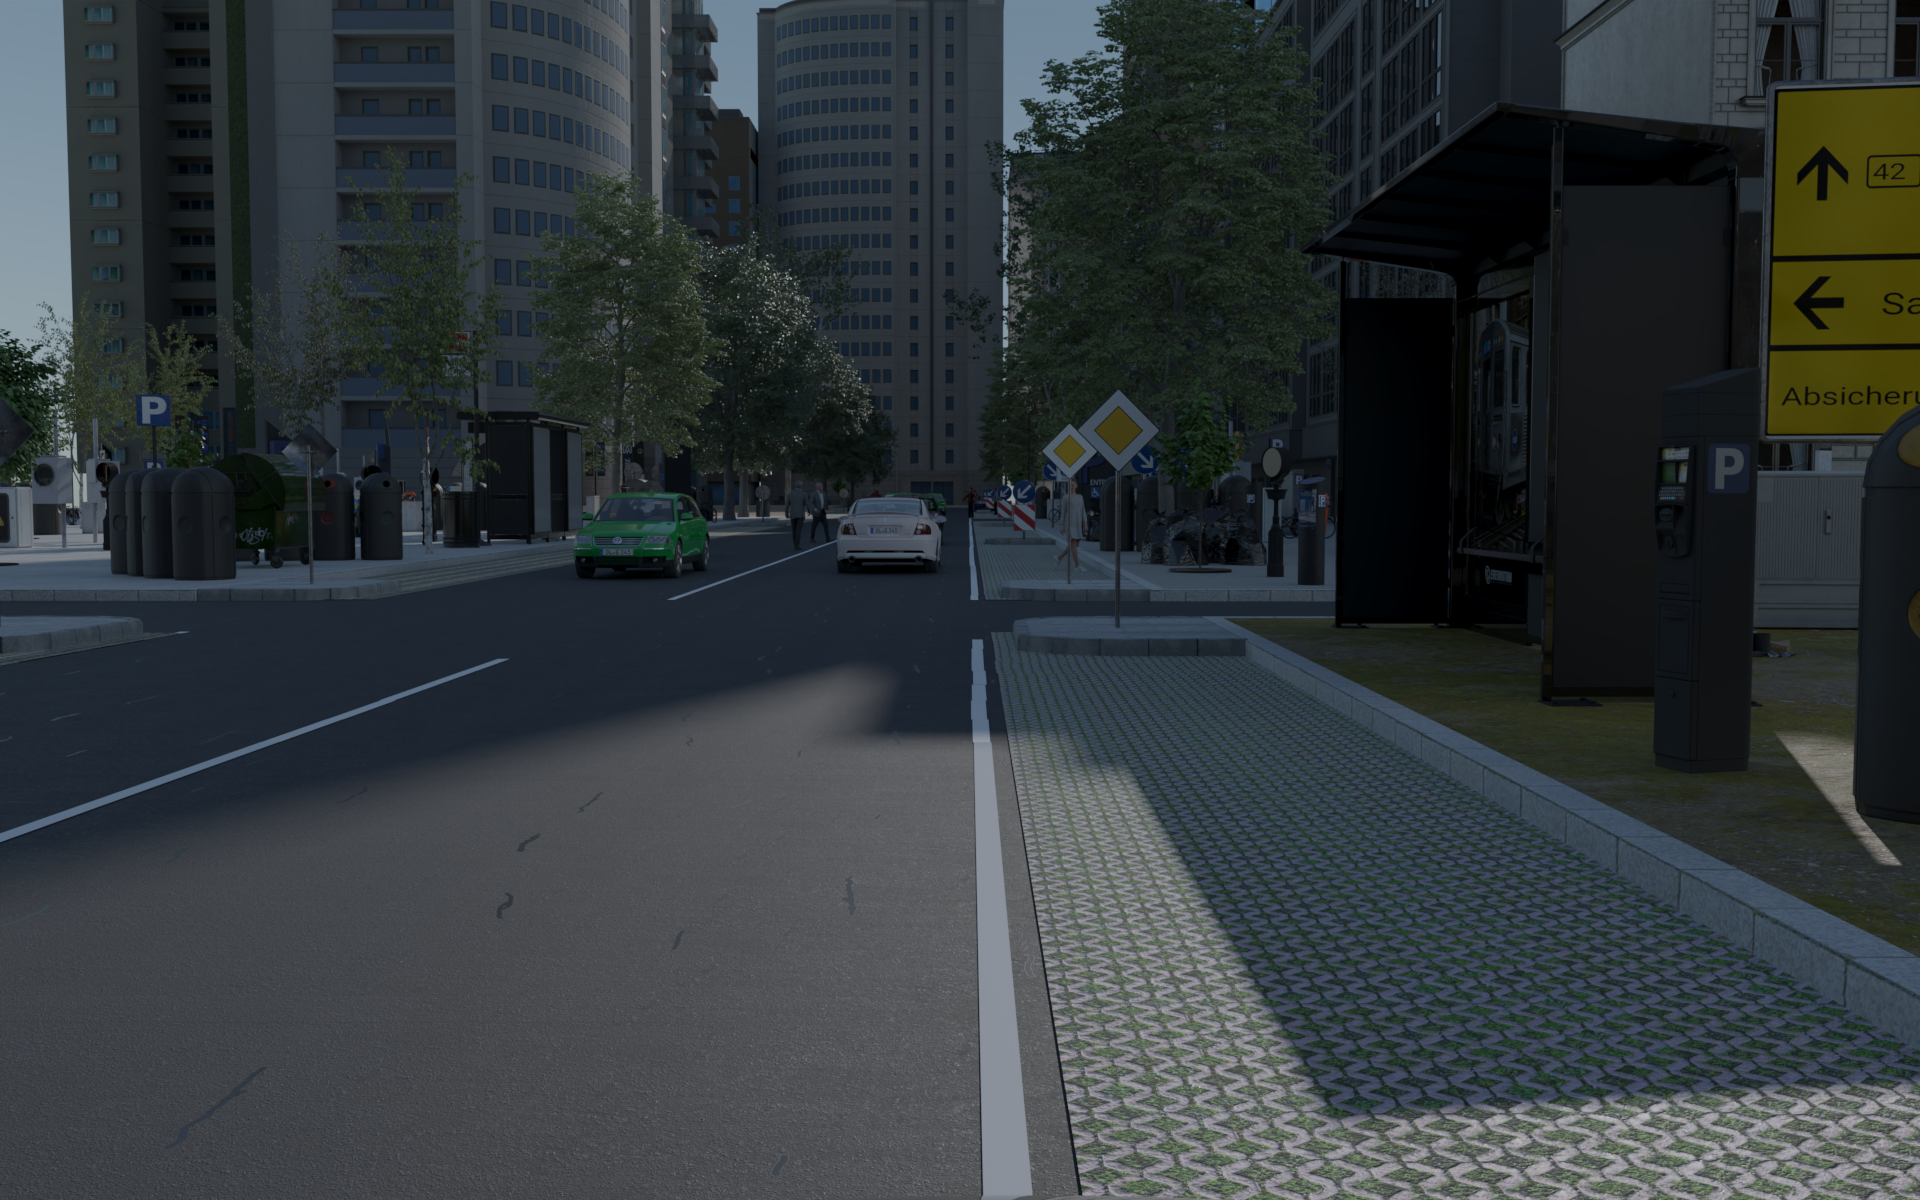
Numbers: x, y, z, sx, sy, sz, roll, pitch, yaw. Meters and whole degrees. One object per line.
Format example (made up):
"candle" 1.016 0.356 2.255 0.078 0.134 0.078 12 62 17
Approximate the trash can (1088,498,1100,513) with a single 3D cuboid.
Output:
"trash can" 4.831 -3.047 61.465 0.748 1.137 0.748 0 3 0

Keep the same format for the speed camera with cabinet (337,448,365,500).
"speed camera with cabinet" -26.719 -4.974 75.653 0.660 3.252 2.038 2 4 29

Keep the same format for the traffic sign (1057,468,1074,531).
"traffic sign" 3.612 -3.502 59.395 0.606 2.300 0.079 1 4 10

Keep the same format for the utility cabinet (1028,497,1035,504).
"utility cabinet" 4.303 -5.357 96.273 0.318 1.500 1.173 3 5 43

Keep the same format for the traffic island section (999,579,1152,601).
"traffic island section" 1.574 -0.145 24.644 2.009 0.180 2.903 0 4 0

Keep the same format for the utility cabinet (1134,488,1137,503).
"utility cabinet" 6.984 -3.666 68.624 0.318 1.500 1.173 -1 4 -18

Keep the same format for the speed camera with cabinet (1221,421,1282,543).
"speed camera with cabinet" 7.798 -3.184 46.396 0.660 3.252 2.038 -2 4 -26

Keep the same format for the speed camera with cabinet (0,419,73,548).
"speed camera with cabinet" -22.213 -2.865 41.172 2.038 3.252 0.660 1 4 9

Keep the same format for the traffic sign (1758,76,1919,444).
"traffic sign" 5.102 -0.895 8.498 2.265 3.308 0.079 1 4 9

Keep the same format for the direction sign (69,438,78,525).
"direction sign" -36.264 -4.817 70.752 0.379 3.537 0.876 -2 4 -28

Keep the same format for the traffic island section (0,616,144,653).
"traffic island section" -9.307 0.340 16.718 2.009 0.180 2.903 0 4 0

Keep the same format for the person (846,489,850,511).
"person" -8.901 -7.865 137.100 0.705 1.823 1.348 -1 4 -9

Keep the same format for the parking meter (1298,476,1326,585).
"parking meter" 4.965 -0.981 24.449 0.372 1.533 0.369 0 3 0

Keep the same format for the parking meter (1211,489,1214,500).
"parking meter" 12.879 -4.939 89.158 0.372 1.533 0.369 0 3 0

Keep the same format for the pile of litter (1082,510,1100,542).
"pile of litter" 3.840 -2.017 46.949 1.176 0.858 1.719 0 4 -3

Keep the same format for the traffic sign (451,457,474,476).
"traffic sign" -14.618 -3.127 51.128 0.884 2.594 0.081 1 4 9

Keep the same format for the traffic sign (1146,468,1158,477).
"traffic sign" 6.426 -3.539 57.974 0.768 2.556 0.104 0 4 4

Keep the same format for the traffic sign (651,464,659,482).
"traffic sign" -12.601 -4.446 72.794 0.768 2.556 0.104 0 4 5

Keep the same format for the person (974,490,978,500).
"person" 1.399 -9.458 163.239 1.348 1.812 0.705 2 4 25

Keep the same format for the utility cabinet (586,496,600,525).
"utility cabinet" -12.857 -3.027 60.646 0.306 1.237 1.020 0 4 -2

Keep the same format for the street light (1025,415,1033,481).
"street light" 3.954 -7.739 99.314 0.468 5.910 1.993 0 4 0

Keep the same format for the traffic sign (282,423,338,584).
"traffic sign" -9.244 -1.284 24.641 0.795 2.450 0.064 0 4 0

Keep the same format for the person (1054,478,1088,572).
"person" 2.035 -1.389 31.958 0.760 1.731 0.466 2 4 32

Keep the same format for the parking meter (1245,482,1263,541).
"parking meter" 6.020 -1.658 35.515 0.372 1.533 0.369 0 3 0

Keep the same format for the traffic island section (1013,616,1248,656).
"traffic island section" 1.534 0.344 16.659 2.009 0.180 2.903 0 4 0

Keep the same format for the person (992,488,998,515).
"person" 2.394 -6.692 117.901 0.705 1.826 1.348 -1 4 -10

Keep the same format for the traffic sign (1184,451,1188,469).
"traffic sign" 5.998 -2.770 45.394 0.768 2.556 0.104 0 4 7

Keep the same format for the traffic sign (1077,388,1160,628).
"traffic sign" 1.510 -0.791 16.582 0.795 2.450 0.064 0 4 0

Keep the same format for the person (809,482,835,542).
"person" -4.112 -2.592 51.277 0.834 1.777 0.661 3 4 37

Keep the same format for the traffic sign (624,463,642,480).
"traffic sign" -13.211 -4.275 69.997 0.768 2.556 0.104 1 4 8

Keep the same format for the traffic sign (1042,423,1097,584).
"traffic sign" 1.550 -1.280 24.567 0.795 2.450 0.064 0 4 0

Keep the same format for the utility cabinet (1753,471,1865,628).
"utility cabinet" 8.076 -0.474 16.437 1.173 1.500 0.318 0 4 6

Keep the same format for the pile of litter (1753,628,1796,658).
"pile of litter" 6.074 -0.023 14.340 1.176 0.858 1.719 -1 4 -14

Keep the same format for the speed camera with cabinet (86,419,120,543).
"speed camera with cabinet" -21.965 -3.113 45.228 2.038 3.252 0.660 2 4 32

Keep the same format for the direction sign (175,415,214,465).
"direction sign" -22.131 -3.547 49.991 0.876 3.537 0.379 -2 4 -28

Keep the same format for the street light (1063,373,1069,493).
"street light" 3.769 -5.367 60.532 0.468 5.910 1.993 0 4 0

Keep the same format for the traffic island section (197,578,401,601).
"traffic island section" -9.267 -0.148 24.703 2.009 0.180 2.903 0 4 0

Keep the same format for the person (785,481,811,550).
"person" -4.184 -2.201 44.887 0.661 1.777 0.834 0 4 5

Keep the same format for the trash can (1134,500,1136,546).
"trash can" 4.531 -1.921 43.068 0.748 1.137 0.748 0 3 0

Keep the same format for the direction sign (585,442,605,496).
"direction sign" -15.824 -5.088 75.191 0.876 3.537 0.379 0 4 7

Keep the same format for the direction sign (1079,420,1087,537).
"direction sign" 3.637 -3.644 51.578 0.379 3.537 0.876 1 4 17

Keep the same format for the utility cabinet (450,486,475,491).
"utility cabinet" -13.935 -2.454 48.796 0.318 1.500 1.173 -3 5 -43

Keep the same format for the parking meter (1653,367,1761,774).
"parking meter" 3.457 -0.143 8.046 0.399 1.863 0.255 -1 4 -16

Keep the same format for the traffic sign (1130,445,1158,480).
"traffic sign" 4.796 -2.745 44.987 0.768 2.556 0.104 0 4 4

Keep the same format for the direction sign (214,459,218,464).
"direction sign" -42.726 -6.529 98.740 0.876 3.537 0.379 0 4 -4

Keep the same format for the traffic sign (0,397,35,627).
"traffic sign" -9.284 -0.796 16.656 0.795 2.450 0.064 0 4 0

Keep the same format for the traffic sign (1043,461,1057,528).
"traffic sign" 3.518 -4.000 65.510 0.768 2.556 0.104 1 4 10

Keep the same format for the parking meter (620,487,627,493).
"parking meter" -12.514 -3.412 64.204 0.372 1.533 0.369 0 3 0
